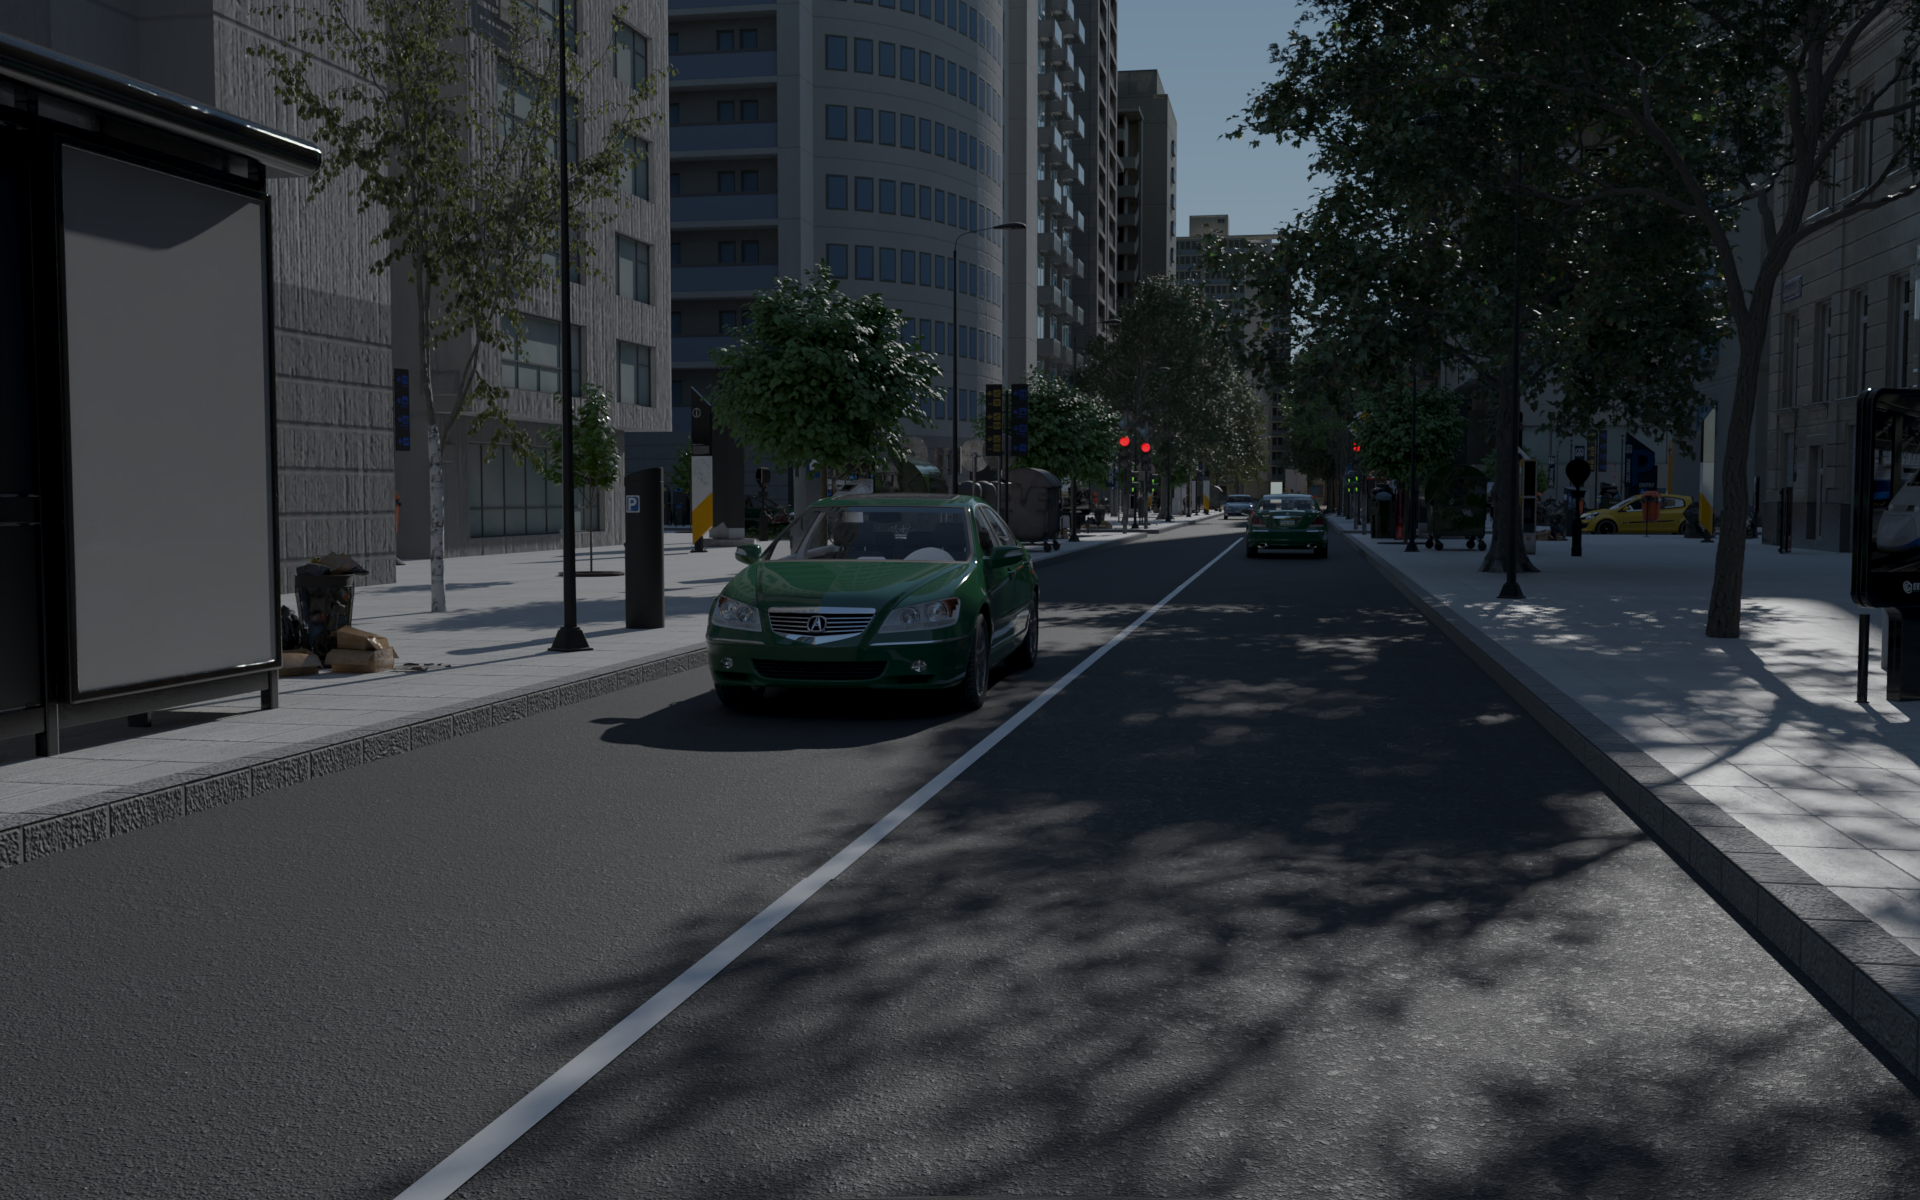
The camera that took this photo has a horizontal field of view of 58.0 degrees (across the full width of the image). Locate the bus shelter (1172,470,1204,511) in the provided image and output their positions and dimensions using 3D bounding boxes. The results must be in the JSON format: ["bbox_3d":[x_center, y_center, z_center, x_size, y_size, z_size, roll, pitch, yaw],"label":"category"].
[{"bbox_3d":[14.725,-7.256,112.552,2.014,3.302,5.546,1,4,11],"label":"bus shelter"}]

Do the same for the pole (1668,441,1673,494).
[{"bbox_3d":[27.372,-4.460,66.769,0.158,3.312,0.155,0,3,0],"label":"pole"}]

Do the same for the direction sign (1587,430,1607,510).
[{"bbox_3d":[22.408,-4.220,60.997,0.876,3.537,0.379,-1,4,-23],"label":"direction sign"}]

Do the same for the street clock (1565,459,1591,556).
[{"bbox_3d":[12.707,-1.900,35.643,0.471,2.002,0.358,2,4,28],"label":"street clock"}]

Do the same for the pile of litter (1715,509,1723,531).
[{"bbox_3d":[28.674,-3.068,64.123,1.176,0.858,1.719,1,4,11],"label":"pile of litter"}]

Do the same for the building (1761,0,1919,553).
[{"bbox_3d":[23.685,-14.261,30.429,12.463,27.353,25.104,1,4,11],"label":"building"}]

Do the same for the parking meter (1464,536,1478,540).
[{"bbox_3d":[14.391,-2.633,48.760,0.399,1.863,0.255,1,4,10],"label":"parking meter"}]

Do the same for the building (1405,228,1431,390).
[{"bbox_3d":[58.599,-34.423,182.420,23.786,49.044,30.456,1,4,11],"label":"building"}]

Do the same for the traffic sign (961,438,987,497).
[{"bbox_3d":[0.323,-2.416,39.615,0.768,2.556,0.104,1,4,19],"label":"traffic sign"}]

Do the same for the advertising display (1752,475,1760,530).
[{"bbox_3d":[27.589,-3.353,60.038,0.123,1.923,0.974,1,4,19],"label":"advertising display"}]

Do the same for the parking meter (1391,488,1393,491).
[{"bbox_3d":[17.243,-3.752,69.753,0.372,1.533,0.369,0,3,0],"label":"parking meter"}]

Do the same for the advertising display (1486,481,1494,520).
[{"bbox_3d":[26.636,-4.965,86.398,0.974,1.923,0.123,-1,4,-14],"label":"advertising display"}]

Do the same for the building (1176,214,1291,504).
[{"bbox_3d":[34.819,-33.762,243.895,23.993,40.220,32.217,1,4,11],"label":"building"}]

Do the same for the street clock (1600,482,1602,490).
[{"bbox_3d":[39.017,-6.153,105.164,0.358,2.002,0.471,0,4,6],"label":"street clock"}]

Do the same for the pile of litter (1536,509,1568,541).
[{"bbox_3d":[16.279,-2.079,47.957,1.176,0.858,1.719,2,4,31],"label":"pile of litter"}]

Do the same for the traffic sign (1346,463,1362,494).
[{"bbox_3d":[15.750,-4.215,69.018,0.768,2.556,0.104,1,4,14],"label":"traffic sign"}]

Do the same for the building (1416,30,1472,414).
[{"bbox_3d":[52.391,-30.518,153.595,22.147,44.769,28.867,1,4,11],"label":"building"}]

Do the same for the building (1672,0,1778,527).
[{"bbox_3d":[42.900,-27.525,73.730,21.600,48.544,21.300,1,4,11],"label":"building"}]

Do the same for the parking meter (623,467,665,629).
[{"bbox_3d":[-3.023,-0.500,16.588,0.372,1.533,0.369,0,3,0],"label":"parking meter"}]

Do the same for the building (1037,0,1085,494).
[{"bbox_3d":[-3.122,-30.876,124.437,23.786,49.044,30.456,1,4,11],"label":"building"}]

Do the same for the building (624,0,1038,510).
[{"bbox_3d":[-8.523,-33.348,87.234,21.231,58.520,28.212,1,4,11],"label":"building"}]

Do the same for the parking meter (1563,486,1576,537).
[{"bbox_3d":[18.373,-2.676,52.161,0.372,1.533,0.369,0,3,0],"label":"parking meter"}]

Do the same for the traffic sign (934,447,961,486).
[{"bbox_3d":[-0.276,-2.156,37.376,0.606,2.300,0.079,1,4,19],"label":"traffic sign"}]

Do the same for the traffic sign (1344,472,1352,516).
[{"bbox_3d":[20.495,-5.547,90.796,0.768,2.556,0.104,1,4,16],"label":"traffic sign"}]

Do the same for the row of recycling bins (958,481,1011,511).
[{"bbox_3d":[0.895,-2.947,55.292,1.069,1.692,3.534,2,4,26],"label":"row of recycling bins"}]

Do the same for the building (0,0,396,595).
[{"bbox_3d":[-21.075,-28.710,11.414,21.231,58.520,28.212,1,4,11],"label":"building"}]

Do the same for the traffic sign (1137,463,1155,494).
[{"bbox_3d":[7.227,-4.129,67.608,0.768,2.556,0.104,1,4,15],"label":"traffic sign"}]

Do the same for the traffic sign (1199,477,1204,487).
[{"bbox_3d":[17.833,-7.727,126.438,0.768,2.556,0.104,1,4,17],"label":"traffic sign"}]

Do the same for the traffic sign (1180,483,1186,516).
[{"bbox_3d":[13.096,-6.272,102.647,0.768,2.556,0.104,1,4,21],"label":"traffic sign"}]

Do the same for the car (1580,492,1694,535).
[{"bbox_3d":[22.506,-2.878,57.282,3.980,1.641,2.015,1,4,11],"label":"car"}]

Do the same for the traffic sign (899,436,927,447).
[{"bbox_3d":[-1.081,-2.330,38.198,0.768,2.556,0.104,1,4,15],"label":"traffic sign"}]

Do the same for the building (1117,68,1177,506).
[{"bbox_3d":[13.248,-35.064,196.989,21.600,48.544,21.300,1,4,11],"label":"building"}]

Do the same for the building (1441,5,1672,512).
[{"bbox_3d":[47.828,-32.317,117.625,28.713,52.752,27.495,1,4,11],"label":"building"}]

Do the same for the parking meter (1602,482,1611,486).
[{"bbox_3d":[31.579,-4.824,84.587,0.399,1.863,0.255,3,4,38],"label":"parking meter"}]

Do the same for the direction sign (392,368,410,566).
[{"bbox_3d":[-10.190,-2.393,31.118,0.379,3.537,0.876,2,4,24],"label":"direction sign"}]

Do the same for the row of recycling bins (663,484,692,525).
[{"bbox_3d":[-11.070,-3.928,71.330,3.534,1.692,1.069,1,4,18],"label":"row of recycling bins"}]

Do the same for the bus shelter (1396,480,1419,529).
[{"bbox_3d":[16.968,-4.484,64.595,1.731,3.624,6.357,1,4,11],"label":"bus shelter"}]

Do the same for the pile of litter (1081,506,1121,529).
[{"bbox_3d":[5.122,-3.056,63.929,1.719,0.858,1.176,3,4,36],"label":"pile of litter"}]

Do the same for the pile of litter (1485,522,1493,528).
[{"bbox_3d":[20.438,-3.112,64.845,1.719,0.858,1.176,2,4,29],"label":"pile of litter"}]

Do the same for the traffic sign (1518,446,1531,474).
[{"bbox_3d":[12.838,-2.377,40.053,0.795,2.450,0.064,1,4,19],"label":"traffic sign"}]

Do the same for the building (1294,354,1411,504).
[{"bbox_3d":[60.382,-23.997,237.384,28.899,21.520,27.650,1,4,11],"label":"building"}]

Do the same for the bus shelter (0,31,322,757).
[{"bbox_3d":[-5.659,-1.745,6.167,2.179,5.291,8.768,1,4,11],"label":"bus shelter"}]

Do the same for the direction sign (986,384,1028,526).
[{"bbox_3d":[0.964,-2.673,35.696,0.876,3.537,0.379,1,4,9],"label":"direction sign"}]

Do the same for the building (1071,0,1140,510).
[{"bbox_3d":[5.134,-43.519,149.782,20.563,71.187,20.611,1,4,11],"label":"building"}]

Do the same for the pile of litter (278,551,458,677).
[{"bbox_3d":[-4.636,0.083,12.601,1.719,0.858,1.176,1,4,9],"label":"pile of litter"}]

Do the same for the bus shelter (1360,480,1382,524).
[{"bbox_3d":[19.174,-6.186,78.773,2.179,5.291,8.768,1,4,11],"label":"bus shelter"}]

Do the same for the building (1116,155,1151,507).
[{"bbox_3d":[2.870,-29.478,173.841,32.217,40.220,23.993,1,4,11],"label":"building"}]

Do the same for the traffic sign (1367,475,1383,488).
[{"bbox_3d":[15.423,-3.926,64.196,0.884,2.594,0.081,1,4,15],"label":"traffic sign"}]

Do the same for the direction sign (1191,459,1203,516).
[{"bbox_3d":[14.125,-6.808,103.305,0.379,3.537,0.876,-3,4,-39],"label":"direction sign"}]

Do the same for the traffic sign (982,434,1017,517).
[{"bbox_3d":[0.823,-2.214,36.298,0.768,2.556,0.104,1,4,17],"label":"traffic sign"}]

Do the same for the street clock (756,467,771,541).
[{"bbox_3d":[-5.350,-2.602,47.116,0.358,2.002,0.471,-2,4,-33],"label":"street clock"}]

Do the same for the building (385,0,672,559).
[{"bbox_3d":[-14.924,-21.832,40.549,14.086,41.232,14.154,1,4,11],"label":"building"}]

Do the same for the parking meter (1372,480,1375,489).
[{"bbox_3d":[17.066,-3.983,70.833,0.399,1.863,0.255,-3,5,-42],"label":"parking meter"}]
